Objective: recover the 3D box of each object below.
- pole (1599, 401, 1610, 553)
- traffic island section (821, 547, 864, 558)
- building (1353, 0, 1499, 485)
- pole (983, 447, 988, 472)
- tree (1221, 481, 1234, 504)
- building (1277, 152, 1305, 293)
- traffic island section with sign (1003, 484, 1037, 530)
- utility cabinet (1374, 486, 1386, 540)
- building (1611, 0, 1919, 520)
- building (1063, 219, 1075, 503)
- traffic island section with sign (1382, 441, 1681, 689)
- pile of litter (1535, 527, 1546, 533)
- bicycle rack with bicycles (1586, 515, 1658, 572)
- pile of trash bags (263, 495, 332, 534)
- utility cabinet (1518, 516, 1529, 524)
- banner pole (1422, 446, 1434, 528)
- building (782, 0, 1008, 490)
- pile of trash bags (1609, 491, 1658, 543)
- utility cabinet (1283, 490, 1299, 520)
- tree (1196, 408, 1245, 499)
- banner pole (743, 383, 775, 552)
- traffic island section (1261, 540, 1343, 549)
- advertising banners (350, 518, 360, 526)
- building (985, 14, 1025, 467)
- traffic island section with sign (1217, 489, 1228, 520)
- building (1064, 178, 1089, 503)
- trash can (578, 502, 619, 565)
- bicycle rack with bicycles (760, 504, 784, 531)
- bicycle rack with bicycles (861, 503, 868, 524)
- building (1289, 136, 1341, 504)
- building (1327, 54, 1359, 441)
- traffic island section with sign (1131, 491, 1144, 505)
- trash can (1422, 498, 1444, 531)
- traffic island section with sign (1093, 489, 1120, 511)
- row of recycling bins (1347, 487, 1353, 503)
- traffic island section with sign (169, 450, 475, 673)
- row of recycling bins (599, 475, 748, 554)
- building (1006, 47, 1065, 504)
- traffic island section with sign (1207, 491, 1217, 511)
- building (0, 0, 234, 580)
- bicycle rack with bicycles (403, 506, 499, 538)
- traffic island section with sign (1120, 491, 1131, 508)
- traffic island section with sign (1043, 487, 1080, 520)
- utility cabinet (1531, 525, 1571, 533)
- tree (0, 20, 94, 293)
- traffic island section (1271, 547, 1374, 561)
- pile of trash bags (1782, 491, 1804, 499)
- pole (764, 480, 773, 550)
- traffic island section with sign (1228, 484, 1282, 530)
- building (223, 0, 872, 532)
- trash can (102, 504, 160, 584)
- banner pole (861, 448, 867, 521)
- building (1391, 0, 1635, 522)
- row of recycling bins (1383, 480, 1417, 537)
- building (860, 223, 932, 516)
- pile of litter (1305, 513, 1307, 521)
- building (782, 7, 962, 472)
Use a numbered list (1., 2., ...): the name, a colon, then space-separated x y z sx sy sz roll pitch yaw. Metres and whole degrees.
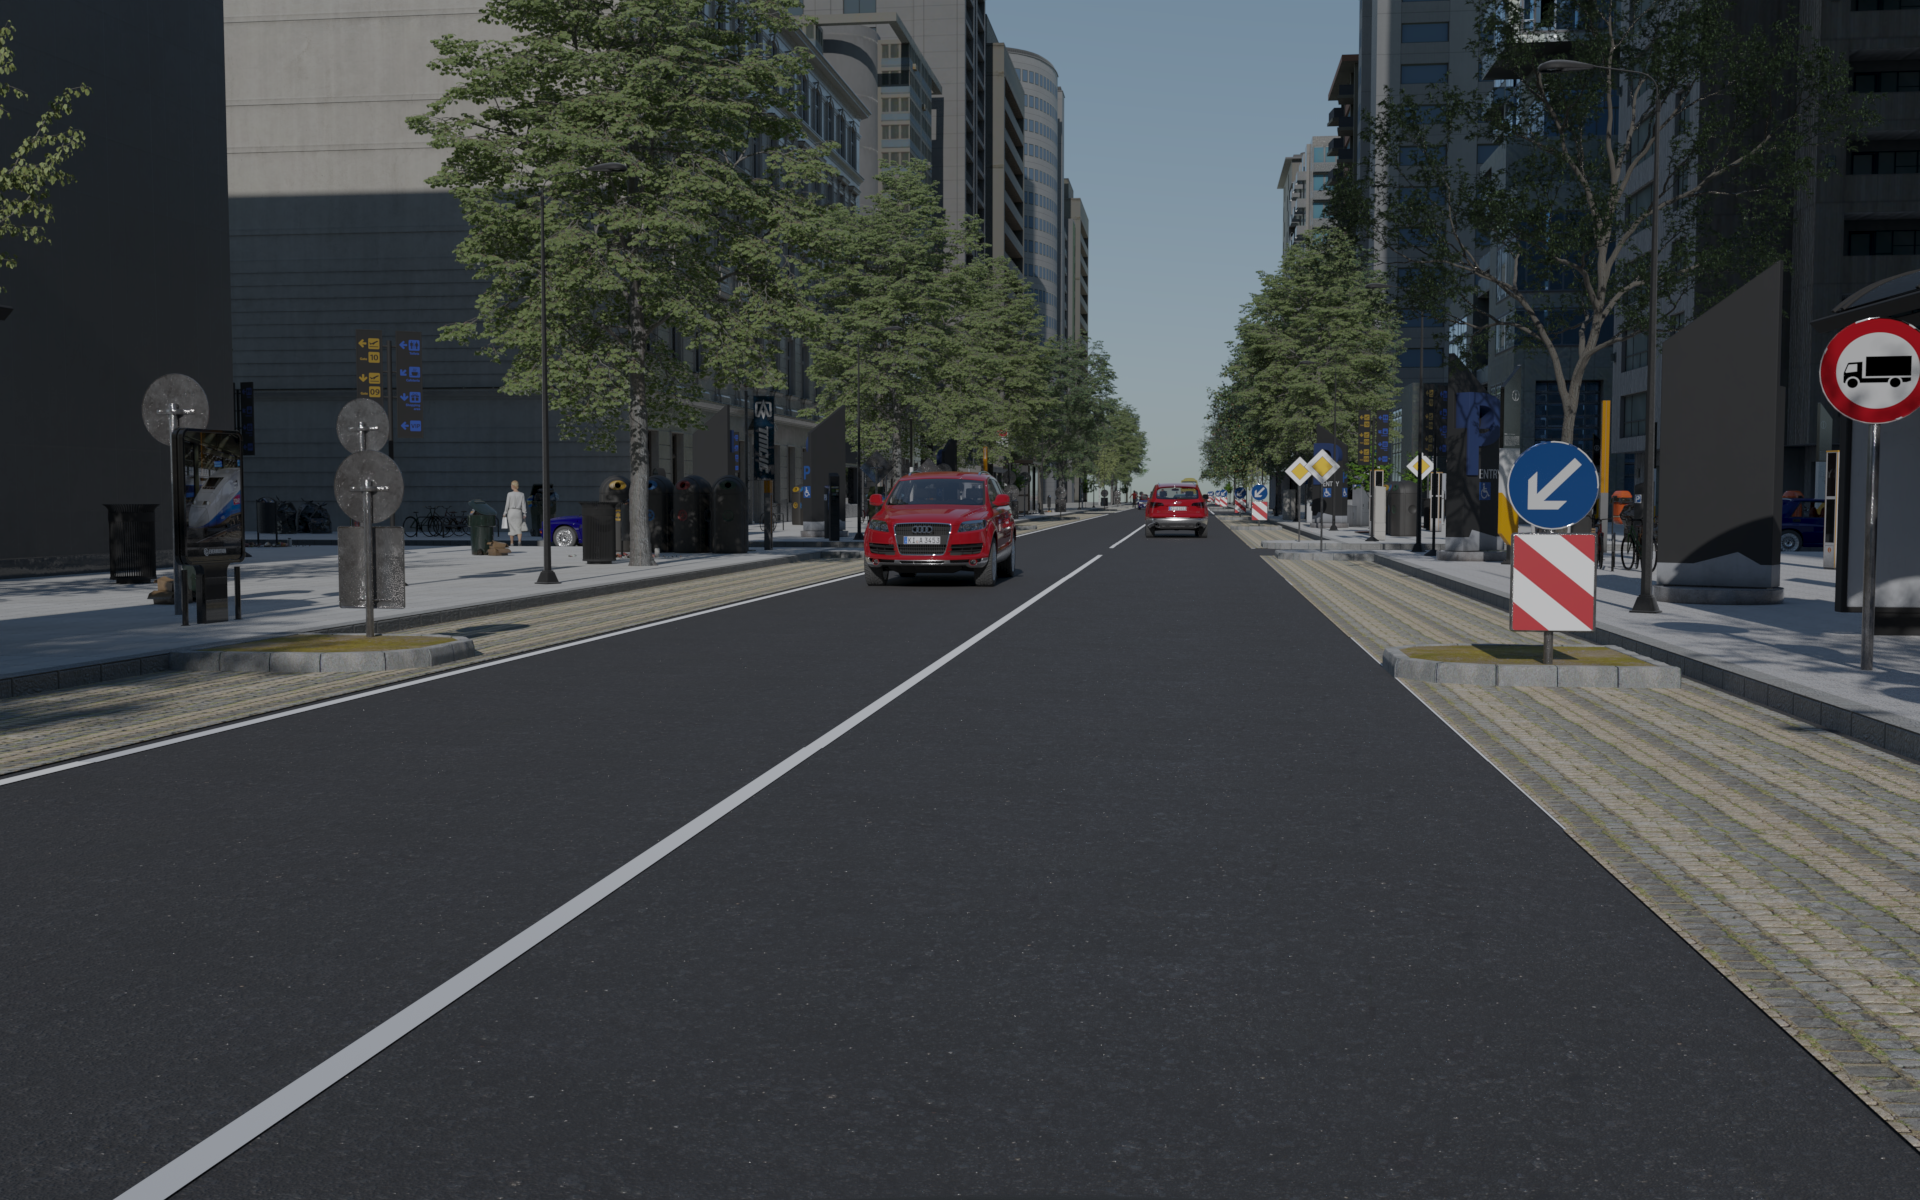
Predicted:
1. pole: 14.090 -2.693 37.877 0.158 3.312 0.155 0 3 0
2. traffic island section: -1.942 -1.077 39.886 2.009 0.180 2.903 0 4 8
3. building: 43.322 -36.690 141.878 21.231 58.520 28.212 0 4 8
4. pole: 1.101 -4.945 74.687 0.158 3.312 0.155 0 3 0
5. tree: 38.976 -15.801 252.942 1.663 3.219 1.824 0 3 0
6. building: 62.749 -41.089 261.037 28.713 52.752 27.495 0 4 8
7. traffic island section with sign: 2.097 -3.763 70.148 1.989 1.847 2.006 0 4 8
8. utility cabinet: 11.714 -2.422 48.277 0.318 1.500 1.173 1 4 13
9. building: 31.582 -17.627 59.899 14.107 30.474 14.160 0 4 8
10. building: 9.151 -34.705 251.013 14.154 41.232 14.086 0 4 8
11. traffic island section with sign: 4.426 -0.312 13.733 1.989 1.847 2.006 0 4 8
12. pile of litter: 15.698 -1.960 46.009 1.176 0.858 1.719 1 4 16
13. bicycle rack with bicycles: 11.758 -0.958 29.041 2.852 0.926 2.925 1 4 22
14. pile of trash bags: -22.179 -2.830 56.028 3.447 1.369 1.912 -2 4 -26
15. utility cabinet: 23.697 -3.922 72.797 1.173 1.500 0.318 -1 4 -22
16. banner pole: 17.659 -4.581 64.917 0.401 3.779 0.863 -1 4 -13
17. building: -6.154 -44.054 158.538 20.563 71.187 20.611 0 4 8
18. pile of trash bags: 18.456 -2.231 46.226 1.912 1.369 3.447 -1 4 -13
19. utility cabinet: 16.185 -4.649 84.693 0.318 1.500 1.173 3 4 36
20. tree: 30.393 -16.799 185.027 12.009 13.543 11.850 0 3 0
21. banner pole: -4.544 -2.981 38.751 0.863 3.779 0.401 0 4 -2
22. traffic island section: 9.117 -1.479 46.466 2.009 0.180 2.903 0 4 8
23. advertising banners: -12.269 -2.388 35.235 0.090 3.025 2.074 -2 4 -28
24. building: -4.895 -34.087 181.019 21.300 48.544 21.600 0 4 8
25. traffic island section with sign: 15.398 -5.339 95.928 1.989 1.847 2.006 0 4 8
26. building: 8.633 -39.473 269.086 21.300 48.544 21.600 0 4 8
27. trash can: -6.611 -1.227 31.722 0.748 1.137 0.748 0 3 0
28. bicycle rack with bicycles: -7.355 -2.872 60.346 2.852 0.926 2.925 0 4 6
29. bicycle rack with bicycles: -2.902 -3.724 74.273 2.852 0.926 2.925 -1 4 -16
30. building: 55.701 -37.436 231.692 23.786 49.044 30.456 0 4 8
31. building: 47.689 -31.567 170.739 22.147 44.769 28.867 0 4 8
32. traffic island section with sign: 23.269 -13.467 228.810 1.989 1.847 2.006 0 4 8
33. trash can: 16.653 -3.021 61.045 0.748 1.137 0.748 0 3 0
34. traffic island section with sign: 12.290 -8.431 146.474 1.989 1.847 2.006 0 4 8
35. row of recycling bins: 20.332 -5.009 89.010 3.534 1.692 1.069 3 4 37
36. traffic island section with sign: -5.289 -0.377 14.786 1.989 1.847 2.006 0 4 8
37. row of recycling bins: -6.285 -1.886 37.947 3.534 1.692 1.069 1 4 17
38. building: 2.188 -42.006 228.790 21.231 58.520 28.212 0 4 8
39. traffic island section with sign: 21.991 -8.363 145.358 1.989 1.847 2.006 0 4 8
40. building: -26.006 -14.322 27.673 24.014 27.812 14.314 0 4 8
41. bicycle rack with bicycles: -15.267 -2.354 51.870 2.925 0.926 2.852 -3 5 -41
42. traffic island section with sign: 15.853 -10.065 173.193 1.989 1.847 2.006 0 4 8
43. traffic island section with sign: 5.697 -5.410 97.085 1.989 1.847 2.006 0 4 8
44. utility cabinet: 16.281 -2.236 47.718 1.020 1.237 0.306 1 4 23
45. tree: -12.470 -4.232 19.558 4.737 8.622 4.395 0 3 0
46. traffic island section: 8.061 -0.995 38.551 2.009 0.180 2.903 0 4 8
47. pile of trash bags: 23.204 -2.252 46.566 3.447 1.369 1.912 -2 4 -34
48. pole: -4.384 -2.796 39.561 0.158 3.312 0.155 0 3 0
49. traffic island section with sign: 11.827 -3.705 69.209 1.989 1.847 2.006 0 4 8
50. building: -15.939 -18.505 78.964 17.030 29.872 44.131 0 4 8
51. trash can: -11.875 -0.807 24.852 0.748 1.137 0.748 0 3 0
52. banner pole: -4.559 -5.661 82.580 0.401 3.779 0.863 1 4 14
53. building: 36.565 -47.635 91.498 22.319 86.520 31.000 0 4 8
54. row of recycling bins: 13.683 -2.847 53.669 1.069 1.692 3.534 0 4 7
55. building: -8.049 -15.021 110.214 10.561 19.102 19.286 0 4 8
56. pile of litter: 16.970 -4.180 82.315 1.176 0.858 1.719 2 4 33
57. building: -15.258 -27.260 137.577 32.217 40.220 23.993 0 4 8
